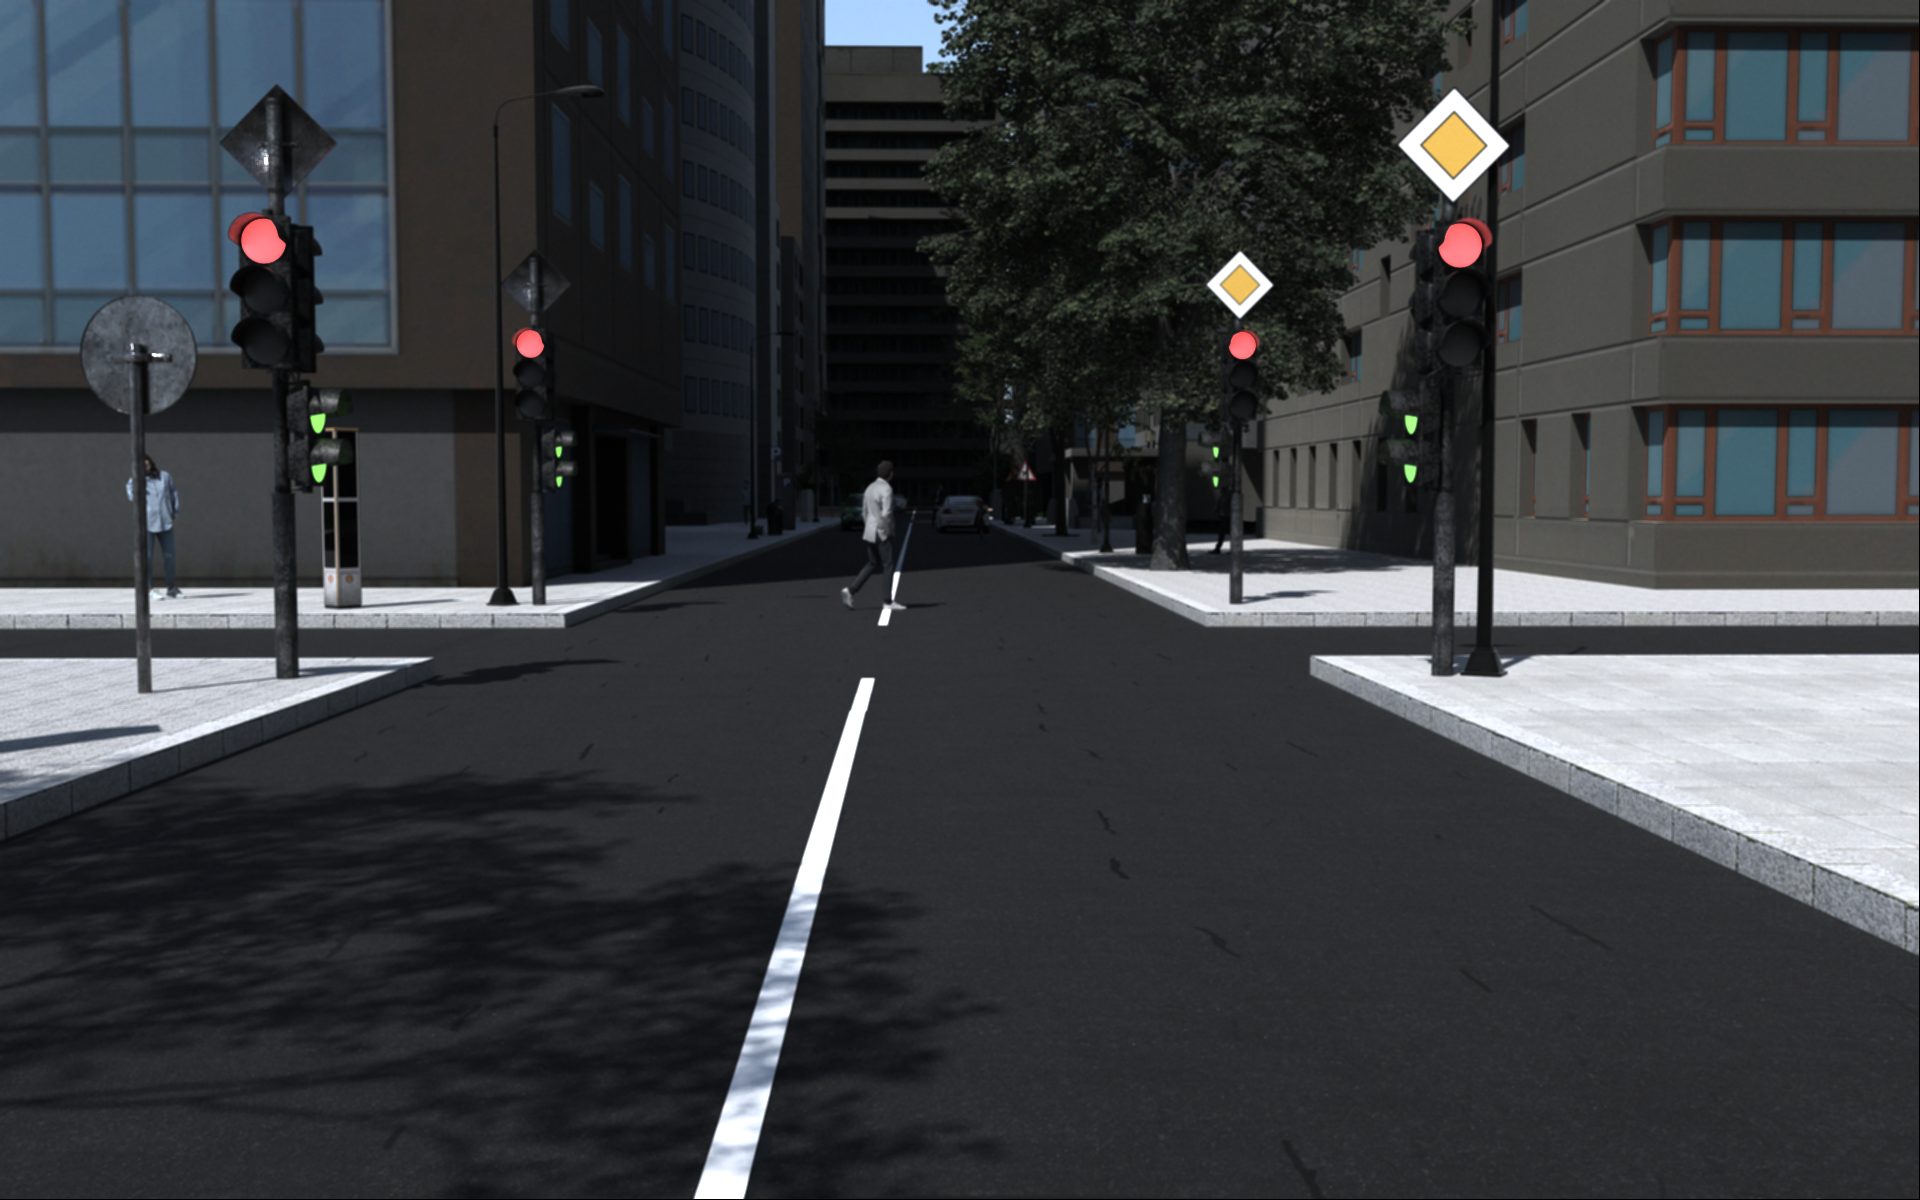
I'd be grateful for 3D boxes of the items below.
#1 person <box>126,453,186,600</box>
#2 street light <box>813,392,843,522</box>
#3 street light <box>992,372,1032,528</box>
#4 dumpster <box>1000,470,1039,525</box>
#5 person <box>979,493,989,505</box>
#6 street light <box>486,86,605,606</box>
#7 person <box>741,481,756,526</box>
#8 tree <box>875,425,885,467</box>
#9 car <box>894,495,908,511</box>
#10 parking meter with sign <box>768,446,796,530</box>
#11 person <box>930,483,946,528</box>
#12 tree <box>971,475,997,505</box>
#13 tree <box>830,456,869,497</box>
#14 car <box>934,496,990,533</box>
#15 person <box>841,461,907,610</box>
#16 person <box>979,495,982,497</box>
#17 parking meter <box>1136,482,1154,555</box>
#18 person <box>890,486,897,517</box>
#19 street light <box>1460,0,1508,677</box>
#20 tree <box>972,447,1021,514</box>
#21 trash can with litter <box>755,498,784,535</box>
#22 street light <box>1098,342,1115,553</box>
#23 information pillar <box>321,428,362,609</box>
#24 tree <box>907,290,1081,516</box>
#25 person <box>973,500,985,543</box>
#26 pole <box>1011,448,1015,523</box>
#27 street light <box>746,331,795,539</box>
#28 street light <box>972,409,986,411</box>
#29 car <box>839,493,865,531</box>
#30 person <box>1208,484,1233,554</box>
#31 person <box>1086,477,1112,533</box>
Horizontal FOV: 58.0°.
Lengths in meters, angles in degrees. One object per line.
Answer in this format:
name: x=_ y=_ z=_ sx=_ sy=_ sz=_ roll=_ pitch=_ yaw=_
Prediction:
person: x=-9.777 y=-0.903 z=21.064 sx=0.793 sy=1.790 sz=0.793 roll=1 pitch=4 yaw=18
street light: x=-6.022 y=-6.497 z=78.774 sx=1.470 sy=5.913 sz=1.316 roll=0 pitch=4 yaw=-1
street light: x=2.029 y=-5.716 z=65.996 sx=1.470 sy=5.913 sz=1.316 roll=0 pitch=4 yaw=-1
dumpster: x=2.474 y=-4.256 z=72.075 sx=1.502 sy=2.255 sz=1.985 roll=0 pitch=4 yaw=-1
person: x=2.158 y=-9.353 z=159.788 sx=1.217 sy=1.723 sz=0.721 roll=-2 pitch=4 yaw=-27
street light: x=-4.745 y=-2.894 z=19.861 sx=1.470 sy=5.913 sz=1.316 roll=0 pitch=4 yaw=-1
person: x=-8.437 y=-3.866 z=69.274 sx=0.660 sy=1.820 sz=0.620 roll=1 pitch=4 yaw=19
tree: x=-9.479 y=-13.436 z=170.040 sx=4.360 sy=8.622 sz=3.978 roll=0 pitch=3 yaw=0
car: x=-5.401 y=-8.123 z=145.165 sx=2.083 sy=1.381 sz=4.827 roll=0 pitch=4 yaw=0
parking meter with sign: x=-6.362 y=-4.040 z=62.321 sx=0.543 sy=3.016 sz=1.738 roll=-2 pitch=4 yaw=-25
person: x=-0.922 y=-4.043 z=73.968 sx=0.648 sy=1.900 sz=0.474 roll=-1 pitch=4 yaw=-17
tree: x=1.964 y=-8.147 z=127.799 sx=1.663 sy=3.219 sz=1.824 roll=0 pitch=3 yaw=0
tree: x=-9.450 y=-10.034 z=147.762 sx=4.285 sy=4.588 sz=4.351 roll=0 pitch=3 yaw=0
car: x=0.092 y=-3.214 z=64.909 sx=2.083 sy=1.381 sz=4.827 roll=0 pitch=4 yaw=-3
person: x=-1.049 y=-0.793 z=21.317 sx=0.795 sy=1.843 sz=0.661 roll=-2 pitch=4 yaw=-27
person: x=2.147 y=-10.151 z=172.024 sx=0.705 sy=1.823 sz=1.348 roll=-1 pitch=4 yaw=-18
parking meter: x=3.911 y=-1.729 z=36.687 sx=0.372 sy=1.533 sz=0.369 roll=0 pitch=3 yaw=0
person: x=-2.968 y=-3.908 z=72.737 sx=0.601 sy=1.785 sz=0.444 roll=3 pitch=4 yaw=37
street light: x=3.184 y=-2.421 z=12.126 sx=1.470 sy=5.913 sz=1.316 roll=0 pitch=4 yaw=-1
tree: x=2.591 y=-7.985 z=114.270 sx=4.285 sy=4.588 sz=4.351 roll=0 pitch=3 yaw=0
trash can with litter: x=-6.019 y=-2.611 z=54.074 sx=1.055 sy=1.170 sz=0.624 roll=0 pitch=4 yaw=1
street light: x=2.670 y=-3.990 z=37.778 sx=1.470 sy=5.913 sz=1.316 roll=0 pitch=4 yaw=-1
information pillar: x=-6.936 y=-0.912 z=19.411 sx=0.304 sy=2.012 sz=0.304 roll=3 pitch=5 yaw=40
tree: x=1.937 y=-11.728 z=102.124 sx=12.009 sy=13.543 sz=11.850 roll=0 pitch=3 yaw=0
person: x=0.560 y=-2.310 z=50.937 sx=0.373 sy=1.253 sz=0.362 roll=1 pitch=4 yaw=9
pole: x=2.332 y=-5.068 z=76.712 sx=0.158 sy=3.312 sz=0.155 roll=0 pitch=3 yaw=0
street light: x=-5.400 y=-4.706 z=49.483 sx=1.470 sy=5.913 sz=1.316 roll=0 pitch=4 yaw=-1
street light: x=1.362 y=-7.442 z=94.214 sx=1.470 sy=5.913 sz=1.316 roll=0 pitch=4 yaw=-1
car: x=-3.741 y=-3.649 z=68.457 sx=1.959 sy=1.807 sz=4.718 roll=0 pitch=3 yaw=0
person: x=5.586 y=-1.853 z=36.739 sx=0.834 sy=1.777 sz=0.661 roll=-1 pitch=4 yaw=-18
person: x=4.541 y=-3.077 z=56.343 sx=0.794 sy=1.824 sz=0.713 roll=-3 pitch=4 yaw=-38
